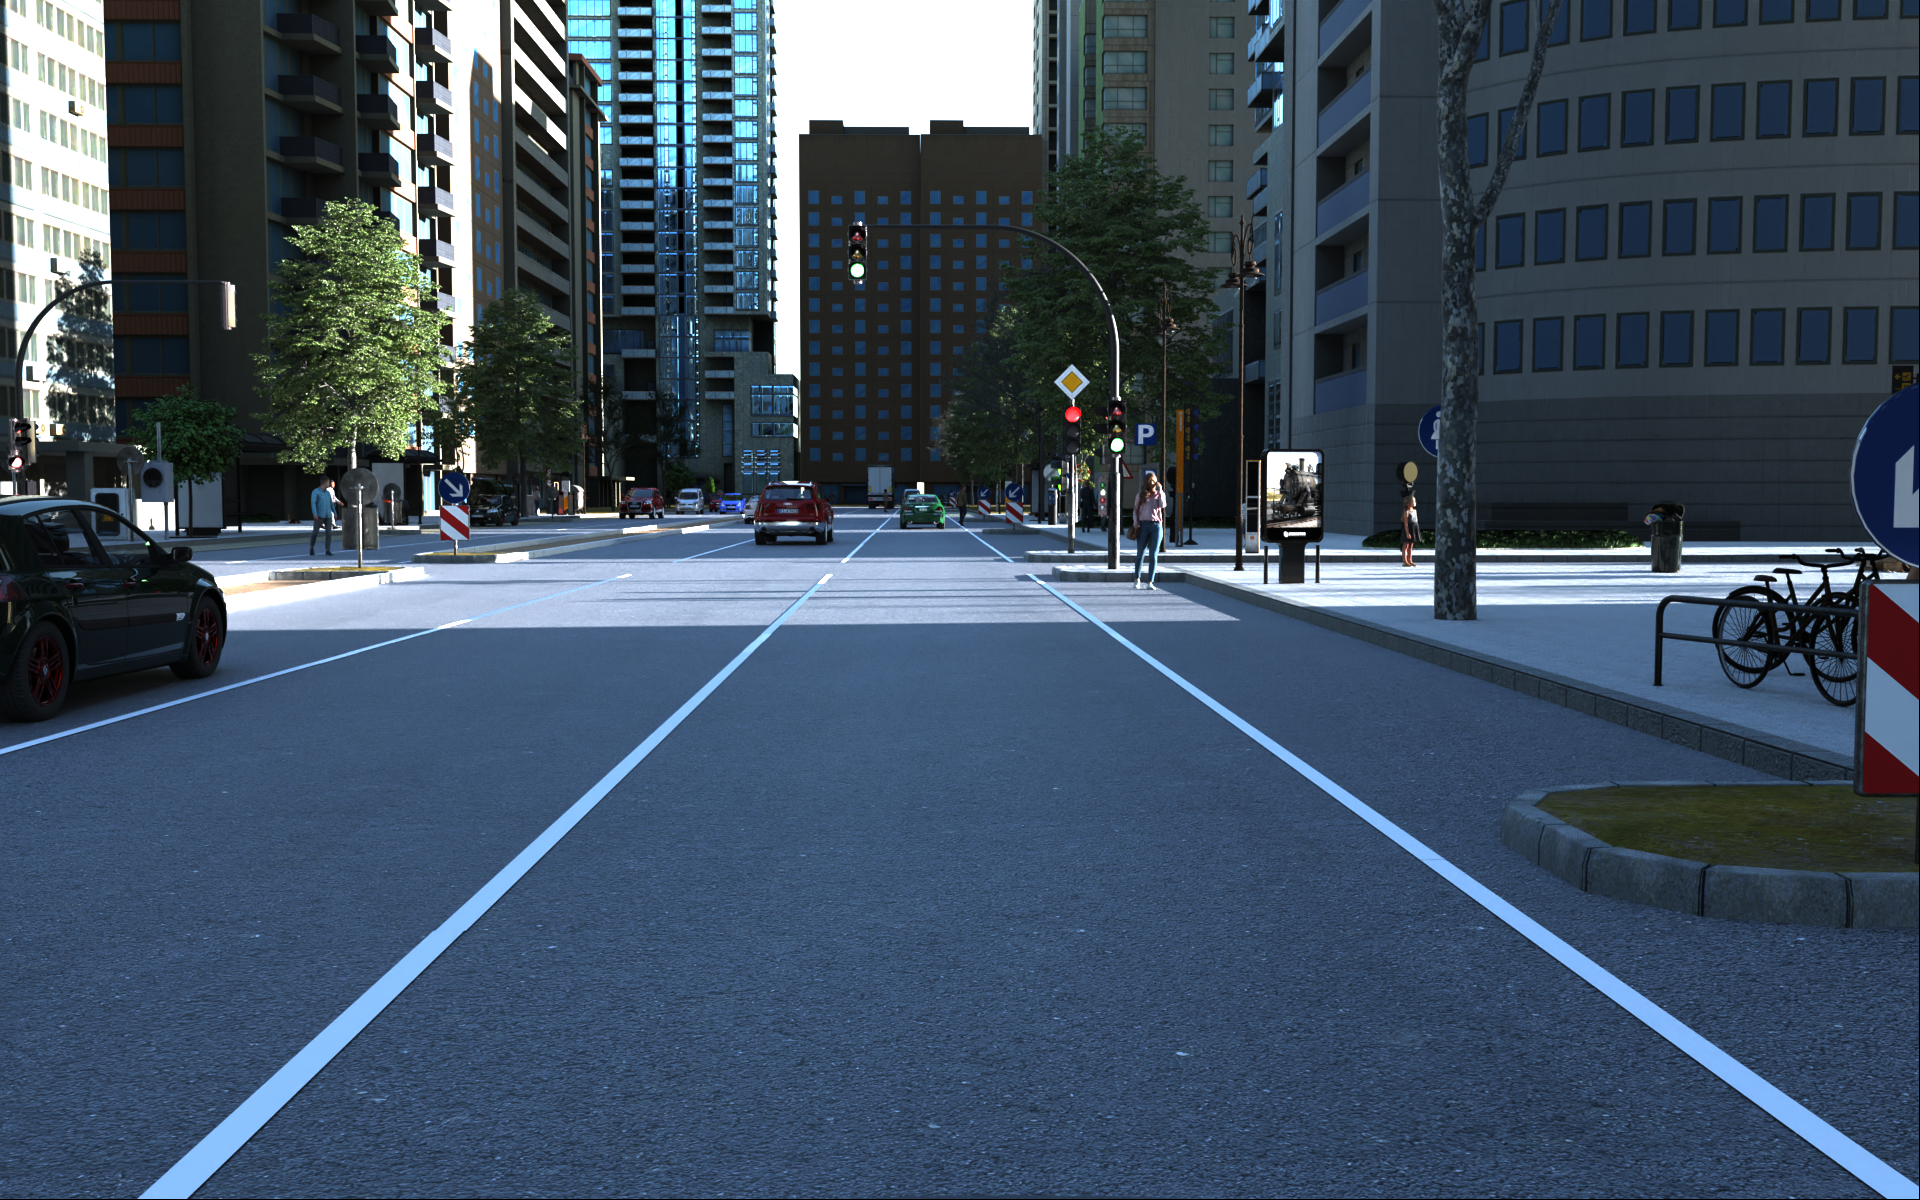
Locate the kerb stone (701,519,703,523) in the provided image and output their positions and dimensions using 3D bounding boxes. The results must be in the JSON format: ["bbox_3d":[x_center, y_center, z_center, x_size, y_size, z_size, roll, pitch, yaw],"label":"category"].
[{"bbox_3d":[-12.903,-3.867,85.425,0.120,0.150,1.000,0,4,-1],"label":"kerb stone"}]

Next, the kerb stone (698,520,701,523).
[{"bbox_3d":[-12.869,-3.805,84.404,0.120,0.150,1.000,0,4,-1],"label":"kerb stone"}]

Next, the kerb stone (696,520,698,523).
[{"bbox_3d":[-12.849,-3.742,83.379,0.120,0.150,1.000,0,4,-1],"label":"kerb stone"}]

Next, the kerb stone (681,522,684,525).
[{"bbox_3d":[-12.715,-3.427,78.248,0.120,0.150,1.000,0,4,-1],"label":"kerb stone"}]

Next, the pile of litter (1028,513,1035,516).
[{"bbox_3d":[4.556,-5.436,102.836,1.176,0.858,1.719,2,4,27],"label":"pile of litter"}]

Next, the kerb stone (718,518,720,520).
[{"bbox_3d":[-13.071,-4.306,92.597,0.120,0.150,1.000,0,4,-1],"label":"kerb stone"}]

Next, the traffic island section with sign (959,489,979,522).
[{"bbox_3d":[1.114,-4.929,89.215,1.989,1.847,2.006,0,4,-1],"label":"traffic island section with sign"}]

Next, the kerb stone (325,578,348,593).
[{"bbox_3d":[-9.268,-0.201,25.489,0.120,0.150,1.000,0,4,-1],"label":"kerb stone"}]

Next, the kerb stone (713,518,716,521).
[{"bbox_3d":[-13.023,-4.181,90.553,0.120,0.150,1.000,0,4,-1],"label":"kerb stone"}]

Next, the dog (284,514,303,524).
[{"bbox_3d":[-28.732,-3.482,74.670,0.748,0.427,0.550,2,4,30],"label":"dog"}]

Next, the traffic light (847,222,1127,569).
[{"bbox_3d":[0.506,-3.339,29.260,4.771,5.953,1.251,0,4,-1],"label":"traffic light"}]

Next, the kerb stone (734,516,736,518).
[{"bbox_3d":[-13.287,-4.807,100.791,0.120,0.150,1.000,0,4,-1],"label":"kerb stone"}]

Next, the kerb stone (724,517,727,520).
[{"bbox_3d":[-13.153,-4.489,95.673,0.120,0.150,1.000,0,4,-1],"label":"kerb stone"}]

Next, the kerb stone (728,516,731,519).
[{"bbox_3d":[-13.202,-4.619,97.723,0.120,0.150,1.000,0,4,-1],"label":"kerb stone"}]

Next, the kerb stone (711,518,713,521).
[{"bbox_3d":[-12.997,-4.115,89.518,0.120,0.150,1.000,0,4,-1],"label":"kerb stone"}]

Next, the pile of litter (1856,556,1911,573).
[{"bbox_3d":[15.584,-0.910,28.840,1.176,0.858,1.719,2,4,31],"label":"pile of litter"}]

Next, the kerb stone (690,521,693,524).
[{"bbox_3d":[-12.788,-3.616,81.324,0.120,0.150,1.000,0,4,-1],"label":"kerb stone"}]

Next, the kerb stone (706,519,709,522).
[{"bbox_3d":[-12.945,-3.992,87.472,0.120,0.150,1.000,0,4,-1],"label":"kerb stone"}]

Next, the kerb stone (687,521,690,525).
[{"bbox_3d":[-12.767,-3.553,80.292,0.120,0.150,1.000,0,4,-1],"label":"kerb stone"}]

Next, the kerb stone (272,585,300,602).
[{"bbox_3d":[-9.199,-0.075,23.433,0.120,0.150,1.000,0,4,-1],"label":"kerb stone"}]

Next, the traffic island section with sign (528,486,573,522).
[{"bbox_3d":[-21.007,-4.920,89.066,1.989,1.847,2.006,0,4,-1],"label":"traffic island section with sign"}]

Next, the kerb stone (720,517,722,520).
[{"bbox_3d":[-13.095,-4.368,93.619,0.120,0.150,1.000,0,4,-1],"label":"kerb stone"}]

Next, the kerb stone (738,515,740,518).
[{"bbox_3d":[-13.336,-4.929,102.836,0.120,0.150,1.000,0,4,-1],"label":"kerb stone"}]

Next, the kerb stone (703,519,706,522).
[{"bbox_3d":[-12.925,-3.930,86.447,0.120,0.150,1.000,0,4,-1],"label":"kerb stone"}]

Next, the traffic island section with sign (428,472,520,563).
[{"bbox_3d":[-10.593,-1.758,36.881,2.006,1.907,1.989,0,4,-1],"label":"traffic island section with sign"}]

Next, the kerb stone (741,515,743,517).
[{"bbox_3d":[-13.401,-5.058,104.890,0.120,0.150,1.000,0,4,-1],"label":"kerb stone"}]

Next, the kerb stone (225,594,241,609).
[{"bbox_3d":[-9.161,0.054,21.365,0.120,0.150,1.000,0,4,-1],"label":"kerb stone"}]

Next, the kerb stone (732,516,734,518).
[{"bbox_3d":[-13.263,-4.738,99.767,0.120,0.150,1.000,0,4,-1],"label":"kerb stone"}]

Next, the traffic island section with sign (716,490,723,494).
[{"bbox_3d":[-22.955,-9.605,165.667,1.989,1.847,2.006,0,4,-1],"label":"traffic island section with sign"}]

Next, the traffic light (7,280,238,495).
[{"bbox_3d":[-17.874,-3.809,36.941,4.771,5.953,1.251,0,4,-1],"label":"traffic light"}]

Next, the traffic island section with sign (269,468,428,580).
[{"bbox_3d":[-10.414,-1.305,29.476,2.006,1.907,1.989,0,4,-1],"label":"traffic island section with sign"}]

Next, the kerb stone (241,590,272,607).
[{"bbox_3d":[-9.184,-0.013,22.404,0.120,0.150,1.000,0,4,-1],"label":"kerb stone"}]

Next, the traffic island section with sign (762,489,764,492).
[{"bbox_3d":[-12.519,-6.352,111.995,2.006,1.907,1.989,0,4,-1],"label":"traffic island section with sign"}]

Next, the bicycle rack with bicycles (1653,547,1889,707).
[{"bbox_3d":[5.857,0.134,11.193,2.852,0.926,2.925,-1,4,-17],"label":"bicycle rack with bicycles"}]

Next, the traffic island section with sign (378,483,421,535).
[{"bbox_3d":[-20.302,-3.239,61.590,1.989,1.847,2.006,0,4,-1],"label":"traffic island section with sign"}]

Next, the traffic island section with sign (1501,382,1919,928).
[{"bbox_3d":[3.229,0.120,6.670,1.989,1.847,2.006,0,4,-1],"label":"traffic island section with sign"}]

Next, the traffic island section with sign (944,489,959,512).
[{"bbox_3d":[-0.165,-7.999,139.417,1.989,1.847,2.006,0,4,-1],"label":"traffic island section with sign"}]

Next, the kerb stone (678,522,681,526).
[{"bbox_3d":[-12.682,-3.366,77.226,0.120,0.150,1.000,0,4,-1],"label":"kerb stone"}]

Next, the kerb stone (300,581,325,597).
[{"bbox_3d":[-9.241,-0.138,24.460,0.120,0.150,1.000,0,4,-1],"label":"kerb stone"}]

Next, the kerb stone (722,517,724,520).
[{"bbox_3d":[-13.130,-4.427,94.644,0.120,0.150,1.000,0,4,-1],"label":"kerb stone"}]

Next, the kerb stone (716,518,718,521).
[{"bbox_3d":[-13.052,-4.243,91.575,0.120,0.150,1.000,0,4,-1],"label":"kerb stone"}]

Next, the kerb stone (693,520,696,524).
[{"bbox_3d":[-12.819,-3.679,82.346,0.120,0.150,1.000,0,4,-1],"label":"kerb stone"}]

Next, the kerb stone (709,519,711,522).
[{"bbox_3d":[-12.971,-4.055,88.495,0.120,0.150,1.000,0,4,-1],"label":"kerb stone"}]

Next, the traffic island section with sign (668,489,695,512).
[{"bbox_3d":[-22.280,-7.957,138.721,1.989,1.847,2.006,0,4,-1],"label":"traffic island section with sign"}]

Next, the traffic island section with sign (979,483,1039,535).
[{"bbox_3d":[1.800,-3.281,62.269,1.989,1.847,2.006,0,4,-1],"label":"traffic island section with sign"}]

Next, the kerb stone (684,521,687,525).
[{"bbox_3d":[-12.737,-3.491,79.270,0.120,0.150,1.000,0,4,-1],"label":"kerb stone"}]

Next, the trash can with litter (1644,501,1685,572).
[{"bbox_3d":[11.604,-1.053,28.605,0.624,1.170,1.055,1,4,18],"label":"trash can with litter"}]

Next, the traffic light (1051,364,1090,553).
[{"bbox_3d":[2.391,-2.967,37.437,0.839,4.253,0.868,0,4,-1],"label":"traffic light"}]

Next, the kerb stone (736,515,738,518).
[{"bbox_3d":[-13.322,-4.870,101.813,0.120,0.150,1.000,0,4,-1],"label":"kerb stone"}]
